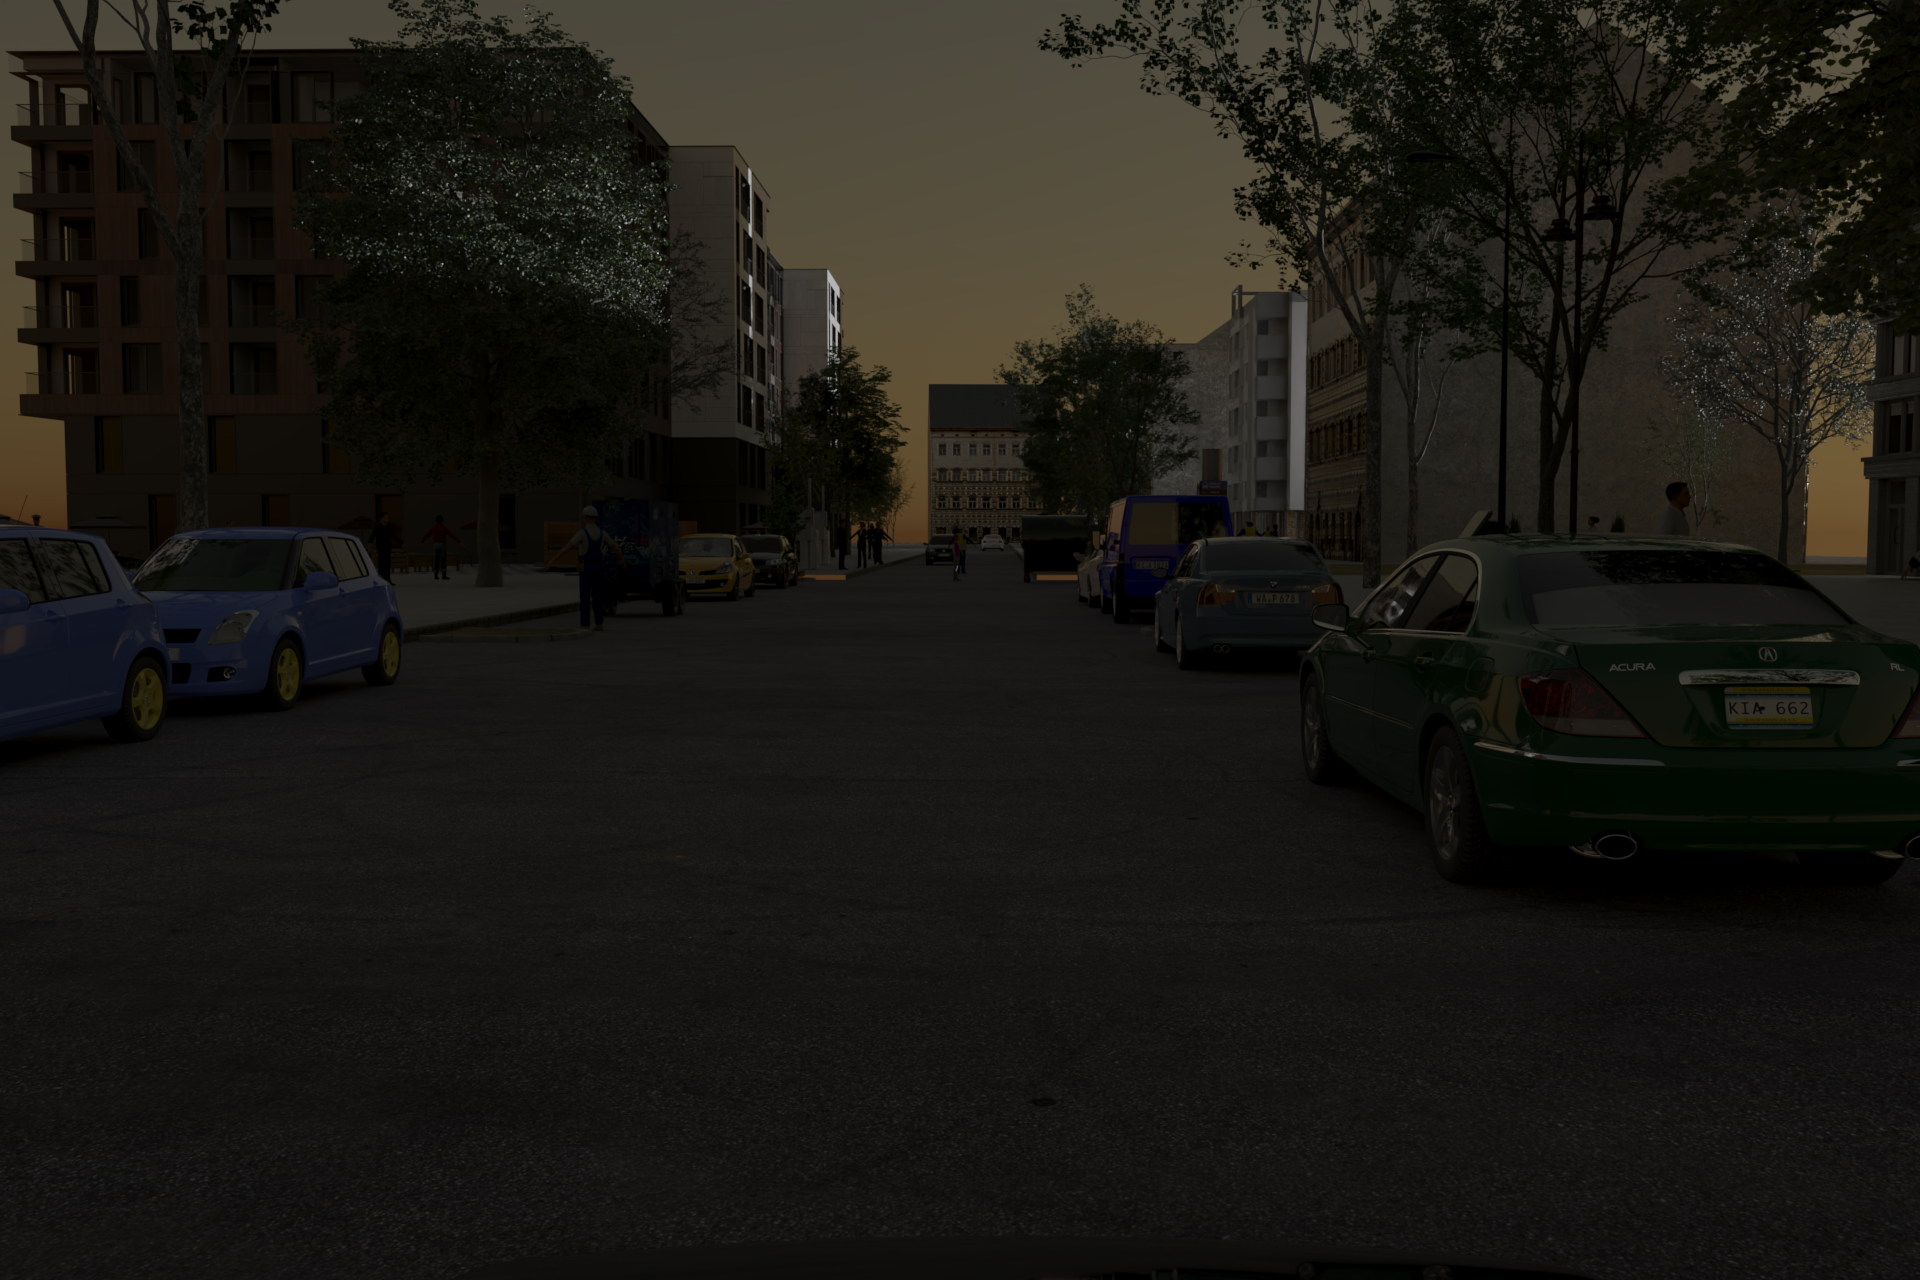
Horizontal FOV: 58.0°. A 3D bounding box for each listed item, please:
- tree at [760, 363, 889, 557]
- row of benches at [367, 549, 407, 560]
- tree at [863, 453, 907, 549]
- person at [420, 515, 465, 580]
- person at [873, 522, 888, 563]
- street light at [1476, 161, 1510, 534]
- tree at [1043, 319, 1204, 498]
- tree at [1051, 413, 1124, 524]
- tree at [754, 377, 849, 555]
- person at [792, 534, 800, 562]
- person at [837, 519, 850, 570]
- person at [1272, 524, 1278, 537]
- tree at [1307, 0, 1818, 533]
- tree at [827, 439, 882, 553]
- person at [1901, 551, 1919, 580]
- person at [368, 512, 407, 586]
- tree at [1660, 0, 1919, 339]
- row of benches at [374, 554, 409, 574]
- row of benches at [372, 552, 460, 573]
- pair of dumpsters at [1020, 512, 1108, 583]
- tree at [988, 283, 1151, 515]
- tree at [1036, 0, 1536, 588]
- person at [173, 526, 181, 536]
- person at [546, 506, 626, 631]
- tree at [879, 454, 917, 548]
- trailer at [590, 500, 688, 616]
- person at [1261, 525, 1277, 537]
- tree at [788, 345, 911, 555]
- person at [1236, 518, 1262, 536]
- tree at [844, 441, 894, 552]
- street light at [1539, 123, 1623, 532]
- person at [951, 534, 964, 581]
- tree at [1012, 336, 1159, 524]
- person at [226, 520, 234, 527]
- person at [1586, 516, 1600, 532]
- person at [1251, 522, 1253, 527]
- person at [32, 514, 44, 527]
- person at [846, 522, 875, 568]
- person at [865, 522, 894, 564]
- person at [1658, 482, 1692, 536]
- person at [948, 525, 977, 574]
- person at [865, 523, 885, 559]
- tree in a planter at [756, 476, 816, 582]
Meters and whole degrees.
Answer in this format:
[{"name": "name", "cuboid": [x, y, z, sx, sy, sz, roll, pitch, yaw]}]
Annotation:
[{"name": "tree", "cuboid": [-7.328, -9.840, 95.291, 7.601, 10.594, 8.767, 1, 4, 8]}, {"name": "row of benches", "cuboid": [-23.422, -3.359, 70.382, 1.422, 0.672, 4.104, 0, 4, 0]}, {"name": "tree", "cuboid": [-6.307, -12.390, 152.945, 4.360, 8.622, 3.978, 0, 3, 0]}, {"name": "person", "cuboid": [-14.611, -2.607, 48.729, 1.345, 1.816, 0.704, 1, 4, 10]}, {"name": "person", "cuboid": [-3.639, -4.397, 78.078, 0.705, 1.806, 1.347, 2, 4, 26]}, {"name": "street light", "cuboid": [7.182, -2.971, 21.119, 1.470, 5.913, 1.316, 0, 4, 2]}, {"name": "tree", "cuboid": [8.152, -9.745, 85.090, 9.928, 11.665, 9.643, 0, 3, 0]}, {"name": "tree", "cuboid": [7.595, -9.117, 99.422, 4.737, 8.622, 4.395, 0, 3, 0]}, {"name": "tree", "cuboid": [-7.542, -8.047, 81.925, 4.737, 8.622, 4.395, 0, 3, 0]}, {"name": "person", "cuboid": [-7.291, -4.451, 78.549, 0.705, 1.858, 1.354, 0, 4, 6]}, {"name": "person", "cuboid": [-4.207, -3.444, 62.251, 0.705, 1.837, 1.347, -1, 4, -17]}, {"name": "person", "cuboid": [17.040, -5.365, 93.863, 0.704, 1.843, 1.345, 2, 4, 27]}, {"name": "tree", "cuboid": [9.619, -6.232, 27.650, 9.928, 11.665, 9.643, 0, 3, 0]}, {"name": "tree", "cuboid": [-7.502, -10.091, 115.343, 4.360, 8.622, 3.978, 0, 3, 0]}, {"name": "person", "cuboid": [8.426, -0.496, 14.091, 1.345, 1.831, 0.704, 1, 4, 22]}, {"name": "person", "cuboid": [-14.249, -2.256, 42.939, 0.704, 1.823, 1.345, 1, 4, 21]}, {"name": "tree", "cuboid": [8.499, -5.740, 11.983, 7.486, 12.596, 7.792, 0, 3, 0]}, {"name": "row of benches", "cuboid": [-19.790, -2.442, 55.395, 4.104, 0.672, 1.422, -1, 4, -18]}, {"name": "row of benches", "cuboid": [-18.371, -2.649, 58.780, 1.422, 0.672, 4.104, 1, 4, 19]}, {"name": "pair of dumpsters", "cuboid": [3.998, -2.828, 51.192, 4.436, 2.255, 1.574, 0, 3, 0]}, {"name": "tree", "cuboid": [8.493, -16.983, 133.567, 12.611, 20.169, 13.585, 0, 3, 0]}, {"name": "tree", "cuboid": [8.700, -11.354, 41.529, 12.611, 20.169, 13.585, 0, 3, 0]}, {"name": "person", "cuboid": [-17.049, -1.950, 38.454, 0.617, 1.759, 0.750, 0, 4, -1]}, {"name": "person", "cuboid": [-5.477, -1.058, 25.611, 1.347, 1.847, 0.705, -3, 5, -43]}, {"name": "tree", "cuboid": [-6.189, -12.747, 158.776, 4.360, 8.622, 3.978, 0, 3, 0]}, {"name": "trailer", "cuboid": [-5.662, -1.388, 29.738, 1.471, 1.999, 3.904, 0, 4, 1]}, {"name": "person", "cuboid": [16.425, -5.235, 92.057, 1.216, 1.772, 0.721, 3, 4, 36]}, {"name": "tree", "cuboid": [-6.852, -11.401, 104.538, 7.486, 12.596, 7.792, 0, 3, 0]}, {"name": "person", "cuboid": [10.147, -3.362, 60.931, 1.349, 1.833, 0.705, -1, 4, -12]}, {"name": "tree", "cuboid": [-6.912, -10.770, 126.454, 4.360, 8.622, 3.978, 0, 3, 0]}, {"name": "street light", "cuboid": [7.144, -2.893, 20.086, 0.468, 5.910, 1.993, 0, 4, 1]}, {"name": "person", "cuboid": [-0.055, -2.522, 52.961, 0.599, 1.433, 0.991, 1, 4, 15]}, {"name": "tree", "cuboid": [8.130, -12.382, 109.093, 9.857, 13.997, 8.962, 0, 3, 0]}, {"name": "person", "cuboid": [-23.145, -2.958, 55.169, 0.721, 1.733, 1.217, 0, 4, 7]}, {"name": "person", "cuboid": [16.154, -2.312, 44.570, 0.721, 1.739, 1.217, 0, 4, -7]}, {"name": "person", "cuboid": [12.682, -4.256, 75.716, 0.704, 1.812, 1.346, 0, 4, -7]}, {"name": "person", "cuboid": [-26.965, -2.741, 50.603, 1.343, 1.855, 0.704, -1, 4, -23]}, {"name": "person", "cuboid": [-3.703, -3.550, 64.764, 1.216, 1.740, 0.721, 2, 4, 24]}, {"name": "person", "cuboid": [-3.457, -4.096, 73.199, 1.346, 1.802, 0.704, -2, 4, -24]}, {"name": "person", "cuboid": [7.334, -0.704, 17.672, 0.704, 1.810, 1.344, 3, 4, 37]}, {"name": "person", "cuboid": [0.079, -3.268, 62.356, 1.216, 1.772, 0.721, 2, 4, 32]}, {"name": "person", "cuboid": [-4.501, -5.054, 88.410, 1.354, 1.856, 0.705, -1, 4, -9]}, {"name": "tree in a planter", "cuboid": [-5.466, -3.411, 52.987, 1.991, 3.239, 1.994, 0, 4, 1]}]
